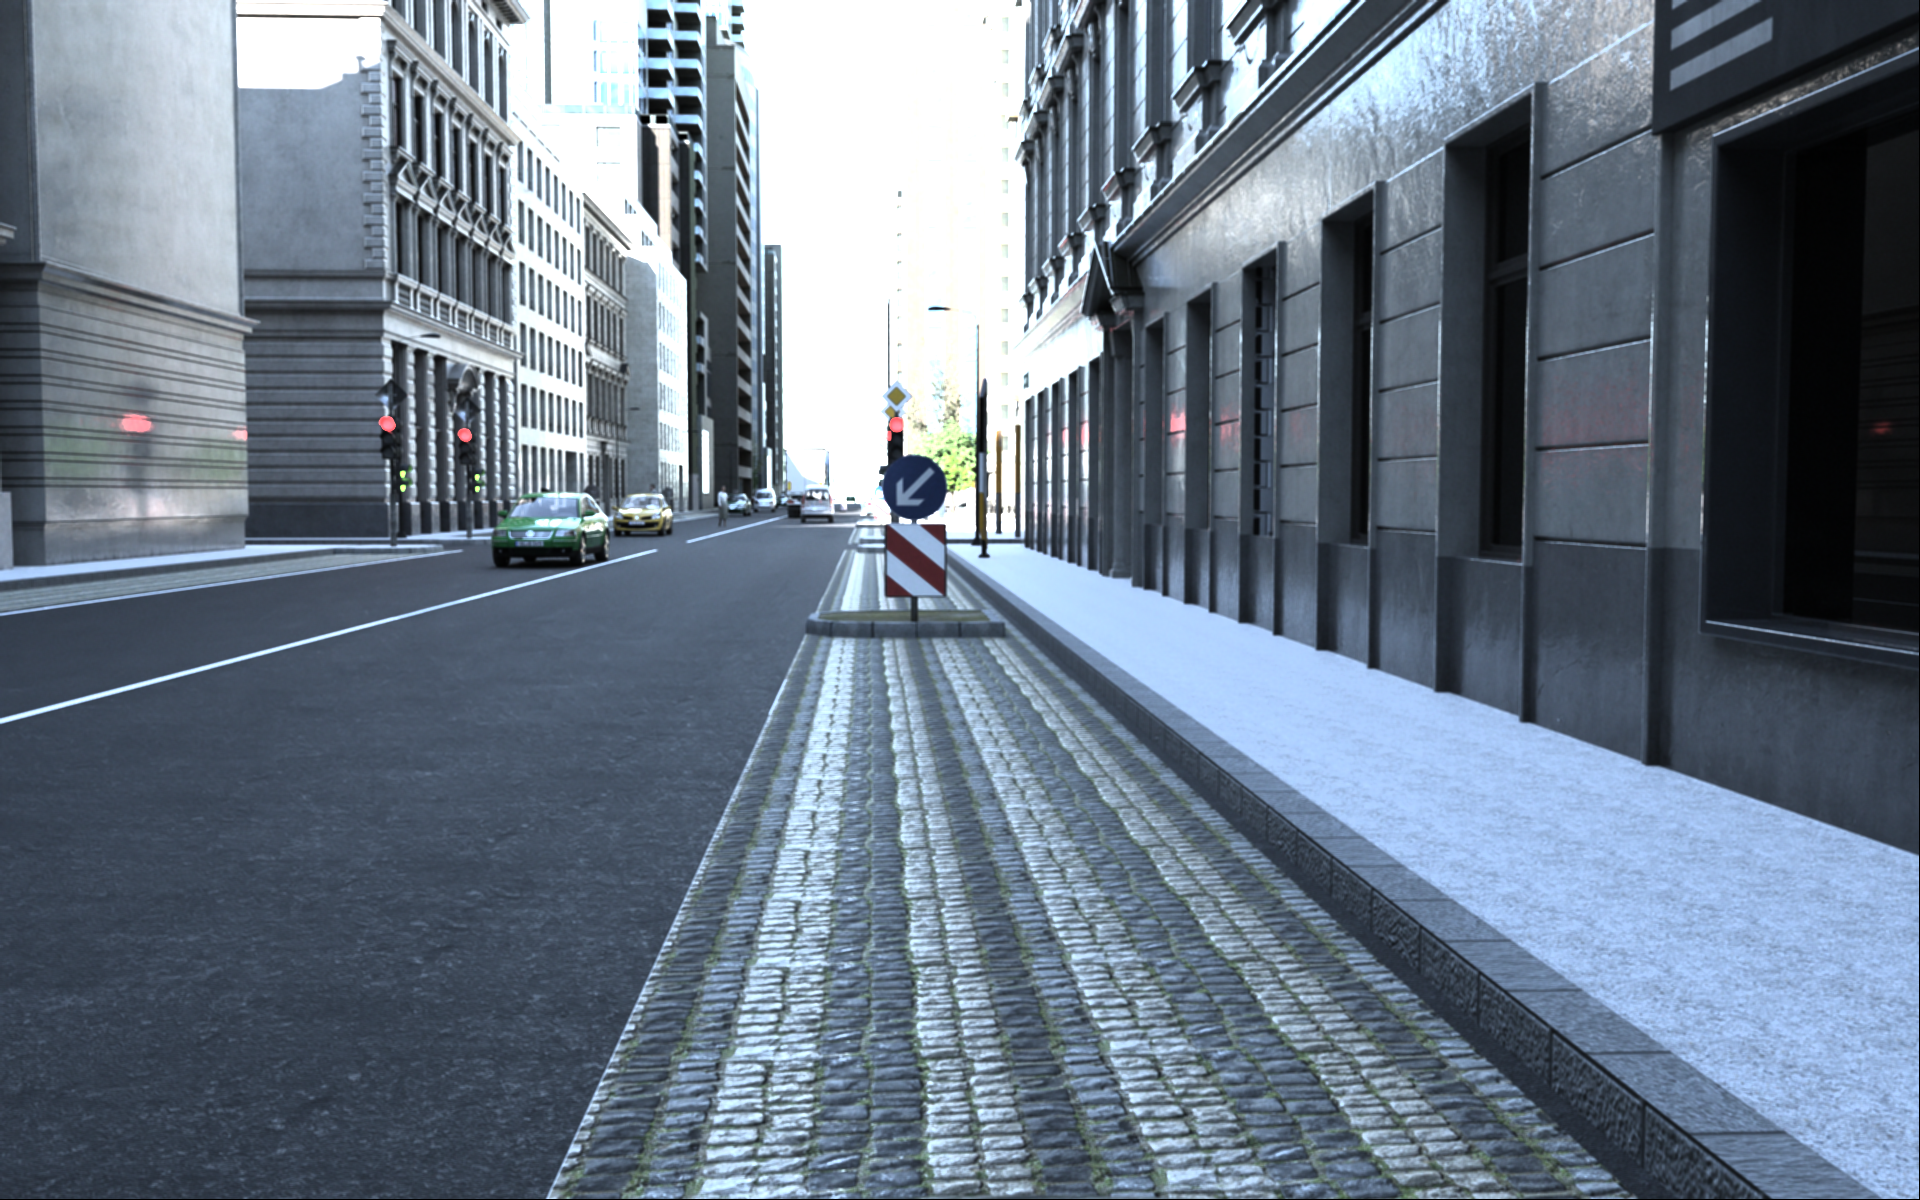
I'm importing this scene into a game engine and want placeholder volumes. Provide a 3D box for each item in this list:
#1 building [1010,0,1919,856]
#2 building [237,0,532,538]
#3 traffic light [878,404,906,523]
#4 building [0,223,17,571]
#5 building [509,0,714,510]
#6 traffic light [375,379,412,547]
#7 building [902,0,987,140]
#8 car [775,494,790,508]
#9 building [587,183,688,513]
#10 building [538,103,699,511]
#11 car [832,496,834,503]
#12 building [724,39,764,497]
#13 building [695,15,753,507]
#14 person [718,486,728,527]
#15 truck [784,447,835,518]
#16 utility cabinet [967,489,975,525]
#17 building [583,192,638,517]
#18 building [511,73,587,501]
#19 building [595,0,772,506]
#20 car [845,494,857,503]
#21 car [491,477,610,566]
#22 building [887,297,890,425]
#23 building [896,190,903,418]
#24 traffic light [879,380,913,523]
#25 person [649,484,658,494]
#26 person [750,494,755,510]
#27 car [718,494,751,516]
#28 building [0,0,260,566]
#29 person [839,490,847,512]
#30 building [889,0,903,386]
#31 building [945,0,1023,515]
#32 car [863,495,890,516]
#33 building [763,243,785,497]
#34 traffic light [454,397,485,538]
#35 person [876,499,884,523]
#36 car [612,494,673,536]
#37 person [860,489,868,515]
[{"bbox_3d":[10.467,-14.955,20.935,17.030,29.872,44.131,0,4,-3],"label":"building"},{"bbox_3d":[-21.964,-14.068,58.889,11.050,23.489,19.941,0,4,-3],"label":"building"},{"bbox_3d":[-1.993,-3.788,50.848,0.839,4.253,0.868,0,4,-3],"label":"traffic light"},{"bbox_3d":[-21.741,-14.055,17.186,14.401,28.519,23.554,0,4,-3],"label":"building"},{"bbox_3d":[-32.770,-51.354,152.314,22.319,86.520,31.000,0,4,-3],"label":"building"},{"bbox_3d":[-13.829,-3.261,42.232,0.839,4.253,0.868,0,4,-3],"label":"traffic light"},{"bbox_3d":[2.472,-29.844,138.067,14.600,45.320,14.200,0,4,-3],"label":"building"},{"bbox_3d":[-18.039,-10.110,177.095,2.131,1.459,4.920,0,4,-3],"label":"car"},{"bbox_3d":[-24.261,-15.915,114.968,10.420,20.320,16.860,0,4,-3],"label":"building"},{"bbox_3d":[-27.751,-22.021,131.740,14.160,30.474,14.107,0,4,-3],"label":"building"},{"bbox_3d":[-20.588,-15.943,270.254,1.945,1.707,3.694,0,4,-3],"label":"car"},{"bbox_3d":[-36.704,-41.570,221.660,21.231,58.520,28.212,0,4,-3],"label":"building"},{"bbox_3d":[-33.146,-34.030,180.100,21.300,48.544,21.600,0,4,-3],"label":"building"},{"bbox_3d":[-10.414,-4.107,75.877,0.478,1.798,0.641,-2,4,-25],"label":"person"},{"bbox_3d":[-9.445,-7.337,108.865,2.839,4.237,11.283,0,4,-2],"label":"truck"},{"bbox_3d":[0.560,-3.797,70.757,0.318,1.500,1.173,1,4,13],"label":"utility cabinet"},{"bbox_3d":[-24.368,-14.136,95.745,10.561,19.102,19.286,0,4,-3],"label":"building"},{"bbox_3d":[-23.470,-13.635,77.691,10.420,20.320,16.860,0,4,-3],"label":"building"},{"bbox_3d":[-38.361,-57.354,250.411,22.319,86.520,31.000,0,4,-3],"label":"building"},{"bbox_3d":[-17.015,-15.921,269.101,1.959,1.807,4.718,0,4,-4],"label":"car"},{"bbox_3d":[-8.403,-1.649,35.751,1.959,1.807,4.718,0,4,-2],"label":"car"},{"bbox_3d":[-3.706,-29.497,253.974,14.160,30.474,14.107,0,4,-3],"label":"building"},{"bbox_3d":[0.817,-24.185,167.118,14.160,30.474,14.107,0,4,-3],"label":"building"},{"bbox_3d":[-1.585,-3.300,42.873,0.839,4.253,0.868,0,4,-3],"label":"traffic light"},{"bbox_3d":[-11.750,-3.532,66.366,0.853,1.813,0.709,-2,4,-25],"label":"person"},{"bbox_3d":[-18.830,-8.941,157.951,1.065,1.426,0.557,-3,5,-40],"label":"person"},{"bbox_3d":[-14.669,-6.189,112.991,2.131,1.459,4.920,0,4,-2],"label":"car"},{"bbox_3d":[-26.280,-12.138,34.612,21.152,22.565,11.583,0,4,-3],"label":"building"},{"bbox_3d":[-9.300,-7.833,137.232,0.621,1.740,0.551,0,4,1],"label":"person"},{"bbox_3d":[2.911,-39.483,187.541,21.231,58.520,28.212,0,4,-3],"label":"building"},{"bbox_3d":[14.440,-25.851,114.539,32.217,40.220,23.993,0,4,-3],"label":"building"},{"bbox_3d":[-5.014,-5.872,108.013,2.014,1.417,4.499,0,4,-3],"label":"car"},{"bbox_3d":[-35.265,-36.145,274.570,14.154,41.232,14.086,0,4,-3],"label":"building"},{"bbox_3d":[-14.238,-3.748,50.207,0.839,4.253,0.868,0,4,-3],"label":"traffic light"},{"bbox_3d":[-3.823,-4.591,83.903,0.444,1.785,0.601,-3,5,-42],"label":"person"},{"bbox_3d":[-11.025,-3.065,60.330,2.015,1.641,3.980,0,4,-4],"label":"car"},{"bbox_3d":[-6.576,-6.791,120.125,0.593,1.750,0.643,-3,5,-42],"label":"person"}]
